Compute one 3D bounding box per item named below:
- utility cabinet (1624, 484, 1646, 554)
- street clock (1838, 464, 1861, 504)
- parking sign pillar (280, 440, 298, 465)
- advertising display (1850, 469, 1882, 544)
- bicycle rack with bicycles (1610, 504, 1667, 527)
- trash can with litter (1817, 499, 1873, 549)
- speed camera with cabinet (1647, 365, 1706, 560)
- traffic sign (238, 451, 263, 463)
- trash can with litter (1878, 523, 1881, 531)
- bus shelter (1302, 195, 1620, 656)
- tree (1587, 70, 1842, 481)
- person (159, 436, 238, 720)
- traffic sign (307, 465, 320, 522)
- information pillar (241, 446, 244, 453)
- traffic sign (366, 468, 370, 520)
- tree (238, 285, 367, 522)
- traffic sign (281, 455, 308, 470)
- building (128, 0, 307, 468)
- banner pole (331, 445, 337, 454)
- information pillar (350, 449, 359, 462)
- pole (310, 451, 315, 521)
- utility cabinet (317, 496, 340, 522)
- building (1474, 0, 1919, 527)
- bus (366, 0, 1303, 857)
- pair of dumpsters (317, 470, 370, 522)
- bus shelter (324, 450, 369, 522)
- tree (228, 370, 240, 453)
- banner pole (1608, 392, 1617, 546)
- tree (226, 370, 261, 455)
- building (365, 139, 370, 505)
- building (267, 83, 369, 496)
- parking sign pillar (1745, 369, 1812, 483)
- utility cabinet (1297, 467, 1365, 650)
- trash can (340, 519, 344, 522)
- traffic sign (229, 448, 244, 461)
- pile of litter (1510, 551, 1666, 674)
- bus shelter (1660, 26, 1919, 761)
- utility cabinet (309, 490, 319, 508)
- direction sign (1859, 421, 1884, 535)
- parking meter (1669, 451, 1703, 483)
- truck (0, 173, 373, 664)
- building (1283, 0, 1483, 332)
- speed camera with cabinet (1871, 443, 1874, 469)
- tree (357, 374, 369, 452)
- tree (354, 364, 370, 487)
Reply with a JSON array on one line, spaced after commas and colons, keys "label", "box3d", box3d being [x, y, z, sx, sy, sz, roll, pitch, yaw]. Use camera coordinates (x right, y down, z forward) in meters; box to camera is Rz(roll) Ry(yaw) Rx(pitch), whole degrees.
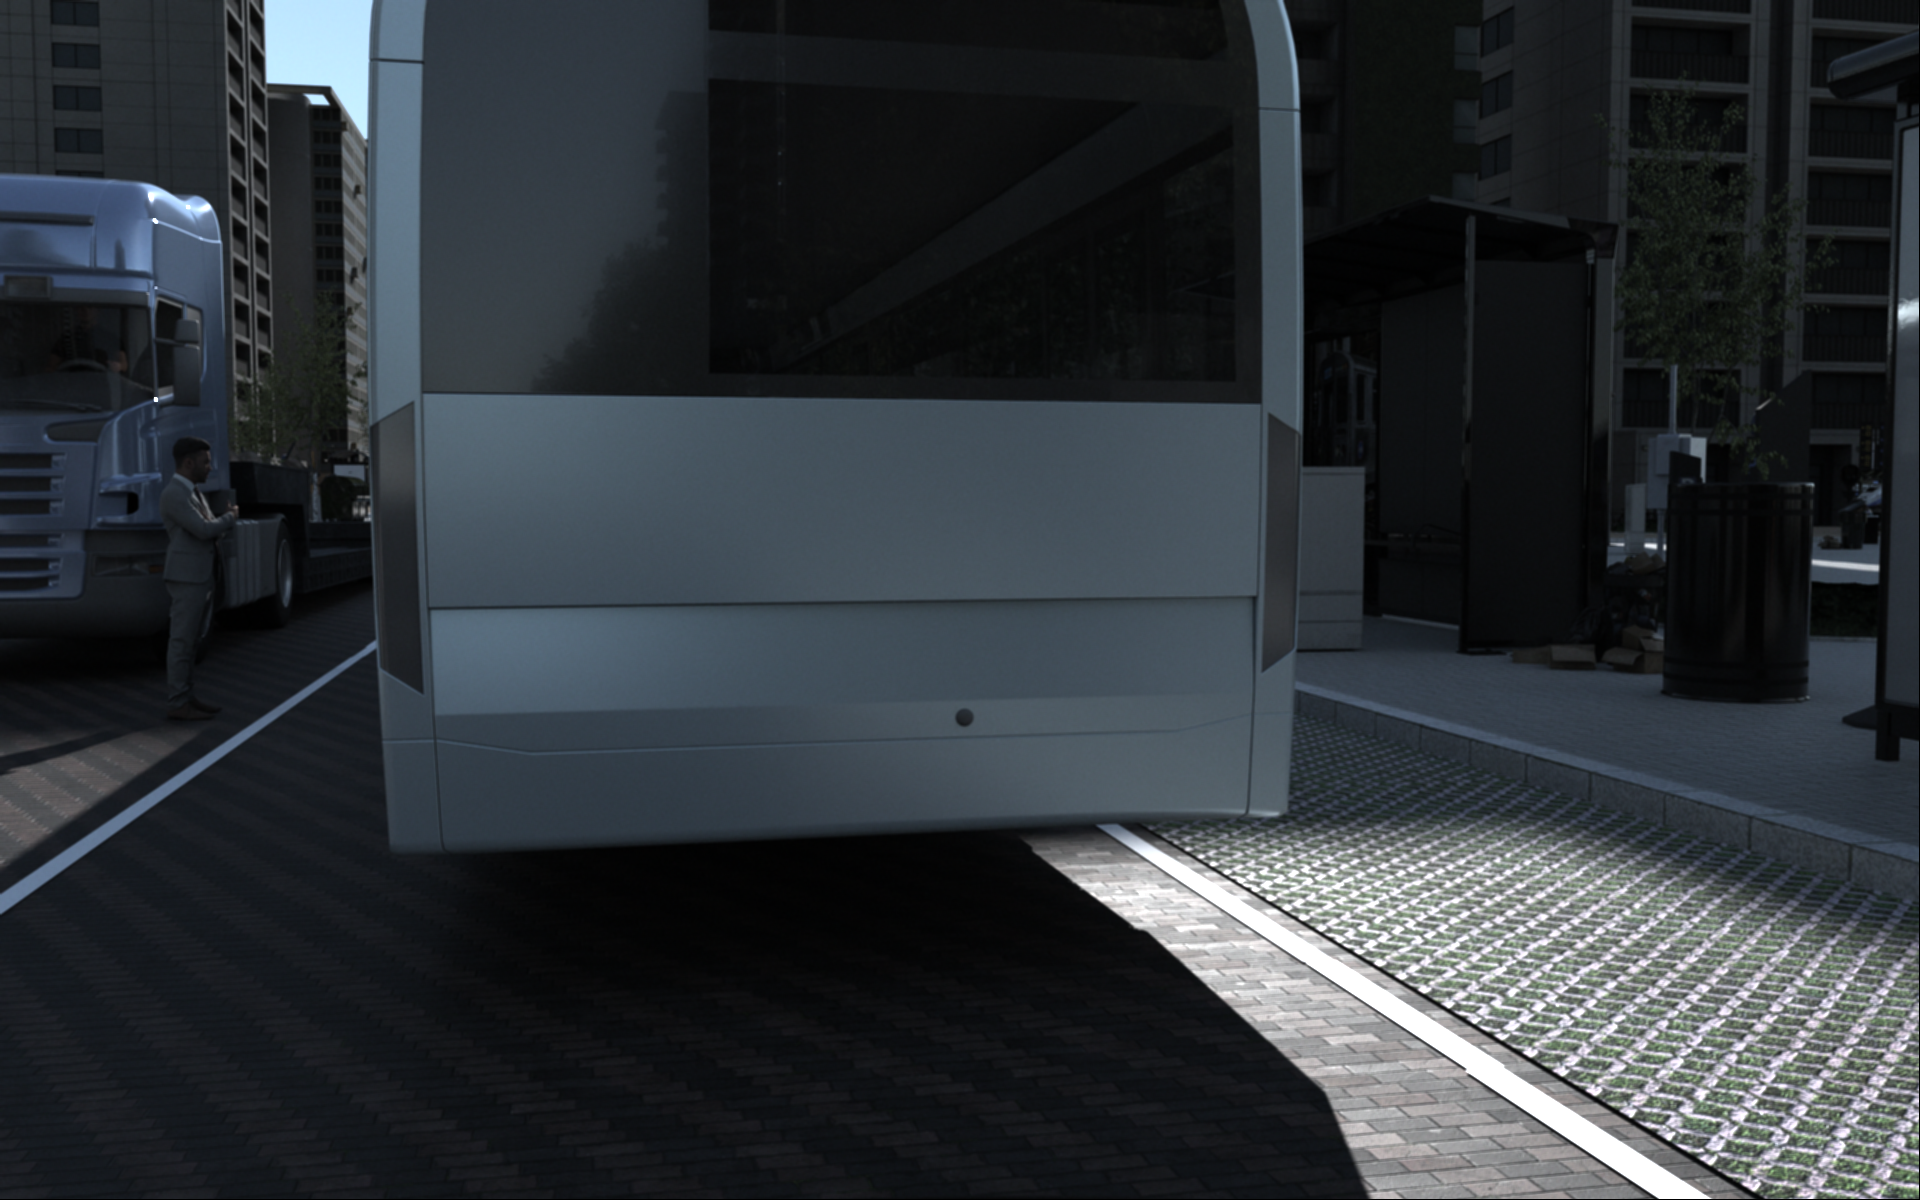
[{"label": "utility cabinet", "box3d": [14.344, -1.722, 36.840, 0.318, 1.500, 1.173, 1, 4, 16]}, {"label": "street clock", "box3d": [21.760, -2.315, 42.416, 0.471, 2.002, 0.358, 1, 4, 17]}, {"label": "parking sign pillar", "box3d": [-32.661, -5.866, 84.377, 1.447, 3.967, 1.447, 0, 4, -2]}, {"label": "advertising display", "box3d": [23.389, -2.401, 44.474, 0.974, 1.923, 0.123, 1, 4, 16]}, {"label": "bicycle rack with bicycles", "box3d": [24.199, -2.975, 62.018, 2.852, 0.926, 2.925, -1, 4, -10]}, {"label": "trash can with litter", "box3d": [20.528, -1.761, 40.187, 1.055, 1.170, 0.624, -1, 4, -9]}, {"label": "speed camera with cabinet", "box3d": [11.550, -1.954, 26.287, 0.660, 3.252, 2.038, -3, 5, -42]}, {"label": "traffic sign", "box3d": [-20.949, -3.116, 51.057, 0.768, 2.556, 0.104, -1, 4, -12]}, {"label": "trash can with litter", "box3d": [32.179, -2.979, 60.100, 1.055, 1.170, 0.624, 1, 4, 18]}, {"label": "bus shelter", "box3d": [3.888, -1.564, 16.851, 1.731, 3.624, 6.357, -1, 4, -12]}, {"label": "tree", "box3d": [12.861, -4.894, 30.378, 4.737, 8.622, 4.395, 0, 3, 0]}, {"label": "person", "box3d": [-4.873, -0.149, 11.121, 0.466, 1.800, 0.511, -2, 4, -25]}, {"label": "traffic sign", "box3d": [-25.737, -4.126, 68.642, 0.795, 2.450, 0.064, 0, 4, -8]}, {"label": "information pillar", "box3d": [-34.846, -5.681, 84.235, 0.183, 3.616, 0.504, -2, 4, -30]}, {"label": "traffic sign", "box3d": [-29.578, -5.283, 86.383, 0.884, 2.594, 0.081, 0, 4, -3]}, {"label": "tree", "box3d": [-22.864, -6.771, 61.067, 4.737, 8.622, 4.395, 0, 3, 0]}, {"label": "traffic sign", "box3d": [-16.983, -2.475, 44.101, 0.795, 2.450, 0.064, -1, 4, -12]}, {"label": "building", "box3d": [-58.139, -41.800, 121.684, 20.563, 71.187, 20.611, -1, 4, -12]}, {"label": "banner pole", "box3d": [-31.988, -6.047, 88.891, 0.863, 3.779, 0.401, 1, 4, 16]}, {"label": "information pillar", "box3d": [-31.095, -5.973, 89.017, 0.183, 3.616, 0.504, 3, 5, 42]}, {"label": "pole", "box3d": [-30.931, -5.443, 82.830, 0.158, 3.312, 0.155, 0, 3, 0]}, {"label": "utility cabinet", "box3d": [-27.138, -3.860, 74.266, 0.306, 1.237, 1.020, 3, 5, 42]}, {"label": "building", "box3d": [33.635, -38.998, 75.875, 20.611, 71.187, 20.563, -1, 4, -12]}, {"label": "bus", "box3d": [-1.784, -0.994, 11.111, 2.948, 3.499, 13.247, -1, 4, -13]}, {"label": "pair of dumpsters", "box3d": [-24.285, -4.021, 68.230, 1.574, 2.255, 4.437, -1, 4, -12]}, {"label": "bus shelter", "box3d": [-28.616, -5.388, 82.016, 2.014, 3.302, 5.546, -1, 4, -12]}, {"label": "tree", "box3d": [-39.467, -9.017, 97.785, 4.737, 8.622, 4.395, 0, 3, 0]}, {"label": "banner pole", "box3d": [16.088, -3.230, 42.831, 0.401, 3.779, 0.863, 1, 4, 23]}, {"label": "tree", "box3d": [-44.225, -9.396, 103.994, 4.360, 8.622, 3.978, 0, 3, 0]}, {"label": "building", "box3d": [-76.125, -34.332, 215.952, 28.867, 44.769, 22.147, -1, 4, -12]}, {"label": "building", "box3d": [-67.649, -28.640, 160.145, 23.993, 40.220, 32.217, -1, 4, -12]}, {"label": "parking sign pillar", "box3d": [17.677, -2.996, 37.462, 1.447, 3.967, 1.447, -1, 4, -15]}, {"label": "utility cabinet", "box3d": [2.677, -0.333, 14.131, 1.173, 1.500, 0.318, -1, 4, -9]}, {"label": "trash can", "box3d": [-27.310, -3.926, 75.844, 0.748, 1.137, 0.748, 0, 3, 0]}, {"label": "traffic sign", "box3d": [-15.323, -1.997, 36.290, 0.795, 2.450, 0.064, -1, 4, -12]}, {"label": "pile of litter", "box3d": [4.856, 0.071, 12.798, 1.176, 0.858, 1.719, -1, 4, -19]}, {"label": "bus shelter", "box3d": [5.509, -1.794, 6.964, 2.179, 5.291, 8.768, -1, 4, -12]}, {"label": "utility cabinet", "box3d": [-33.221, -4.856, 88.066, 1.173, 1.500, 0.318, -2, 4, -31]}, {"label": "direction sign", "box3d": [28.521, -3.793, 54.017, 0.876, 3.537, 0.379, 2, 4, 30]}, {"label": "parking meter", "box3d": [9.858, -1.091, 23.552, 0.399, 1.863, 0.255, 0, 4, 8]}, {"label": "truck", "box3d": [-9.015, -1.923, 21.202, 2.967, 4.110, 18.799, -1, 4, -12]}, {"label": "building", "box3d": [10.076, -17.999, 65.992, 14.107, 30.474, 14.160, -1, 4, -12]}, {"label": "speed camera with cabinet", "box3d": [35.794, -4.426, 66.706, 2.038, 3.252, 0.660, 1, 4, 12]}, {"label": "tree", "box3d": [-34.318, -11.903, 111.623, 9.611, 12.733, 9.660, 0, 3, 0]}, {"label": "tree", "box3d": [-30.450, -8.705, 92.684, 4.360, 8.622, 3.978, 0, 3, 0]}]
